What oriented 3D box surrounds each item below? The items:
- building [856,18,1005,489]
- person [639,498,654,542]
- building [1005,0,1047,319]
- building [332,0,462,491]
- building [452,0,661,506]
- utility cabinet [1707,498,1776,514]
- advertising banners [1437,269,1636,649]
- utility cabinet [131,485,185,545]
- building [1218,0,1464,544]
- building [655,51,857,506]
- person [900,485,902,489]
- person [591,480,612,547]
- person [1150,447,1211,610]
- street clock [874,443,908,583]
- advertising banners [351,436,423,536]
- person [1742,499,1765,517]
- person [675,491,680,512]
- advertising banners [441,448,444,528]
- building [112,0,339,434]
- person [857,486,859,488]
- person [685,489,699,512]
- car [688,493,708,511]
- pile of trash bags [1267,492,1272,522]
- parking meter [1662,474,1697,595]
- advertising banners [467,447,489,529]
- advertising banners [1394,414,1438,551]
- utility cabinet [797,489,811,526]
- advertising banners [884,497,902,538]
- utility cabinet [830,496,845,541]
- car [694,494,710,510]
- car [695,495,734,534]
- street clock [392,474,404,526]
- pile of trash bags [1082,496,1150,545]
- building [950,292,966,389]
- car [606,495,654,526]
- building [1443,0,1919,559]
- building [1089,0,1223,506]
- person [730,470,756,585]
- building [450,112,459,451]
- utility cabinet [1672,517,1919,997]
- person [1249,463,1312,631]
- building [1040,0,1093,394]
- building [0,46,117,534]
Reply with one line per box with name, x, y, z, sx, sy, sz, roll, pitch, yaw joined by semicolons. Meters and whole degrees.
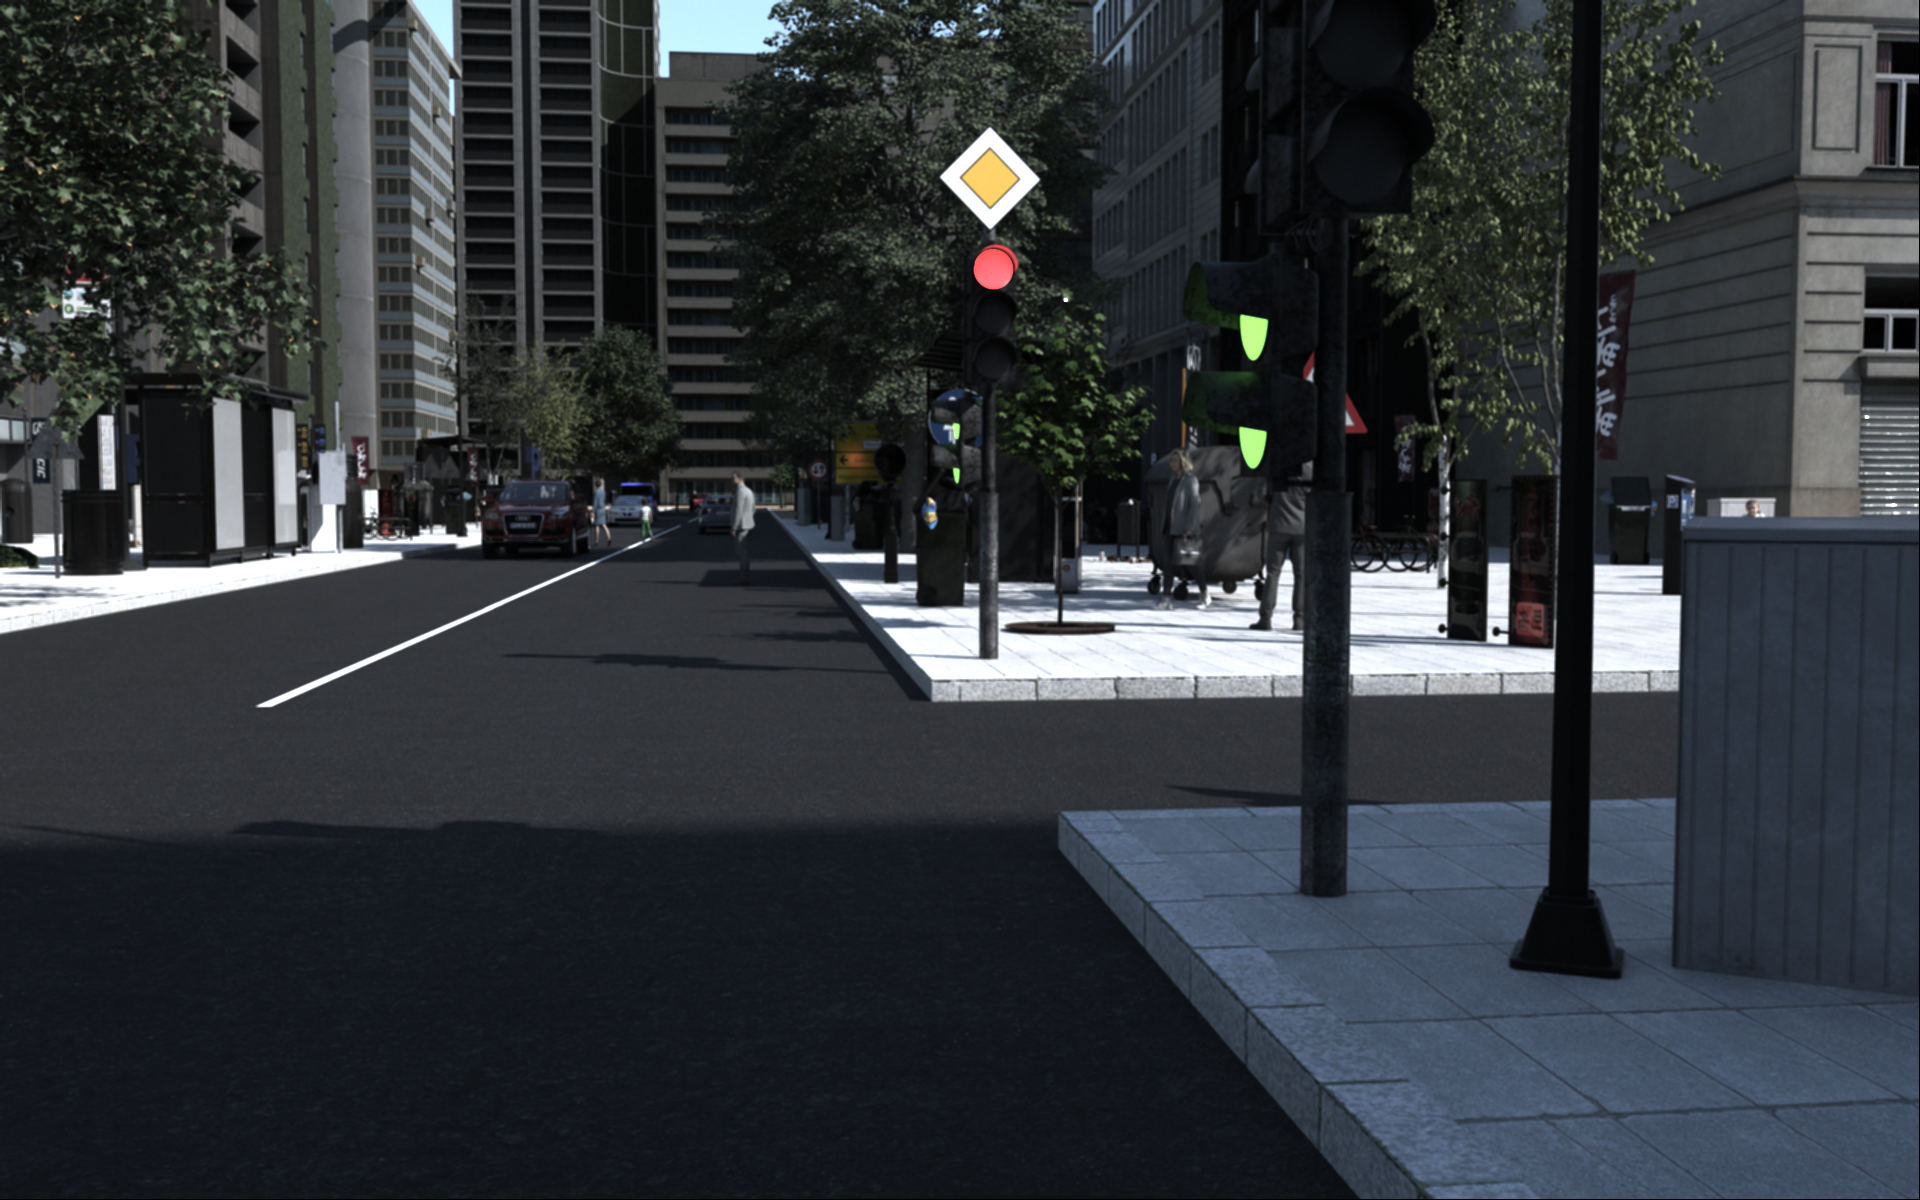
building;1.389;-37.446;201.473;27.495;52.752;28.713;0;4;-7
person;-9.321;-2.367;51.450;0.306;1.304;0.590;-3;5;-41
building;9.767;-26.392;115.104;14.154;41.232;14.086;0;4;-7
building;-50.593;-26.699;128.417;23.993;40.220;32.217;0;4;-7
building;-43.802;-46.055;191.245;20.611;71.187;20.563;0;4;-7
utility cabinet;11.828;-0.924;26.270;1.020;1.237;0.306;-1;4;-17
advertising banners;4.785;-1.119;14.490;0.090;3.025;2.074;-2;4;-27
utility cabinet;-19.972;-2.110;43.181;1.173;1.500;0.318;-3;4;-38
building;16.048;-13.641;52.708;12.332;23.373;15.834;0;4;-7
building;-22.801;-34.932;194.842;21.600;48.544;21.300;0;4;-7
person;-2.307;-3.718;67.224;0.834;1.777;0.661;3;5;41
person;-9.796;-2.364;47.179;0.654;1.822;0.581;3;4;38
person;2.501;-0.791;19.157;0.728;1.800;0.709;-2;4;-25
street clock;-0.992;-1.244;24.907;0.471;2.002;0.358;0;4;3
advertising banners;-17.446;-3.457;52.712;2.074;3.025;0.090;0;4;-3
person;10.474;-0.721;22.840;0.505;1.210;0.382;1;4;21
person;-22.790;-7.952;139.980;0.593;1.643;0.415;3;5;45
advertising banners;-19.875;-4.301;66.514;0.090;3.025;2.074;-1;4;-18
building;-41.503;-19.535;91.098;14.160;30.474;14.107;0;4;-7
person;-5.048;-4.909;86.483;0.661;1.801;0.590;2;4;28
person;-21.351;-7.908;137.813;1.348;1.823;0.705;-3;5;-43
car;-22.722;-8.737;151.889;2.155;1.783;4.494;0;4;-7
pile of trash bags;6.232;-1.749;38.345;1.912;1.369;3.447;3;5;42
parking meter;9.153;-0.833;22.036;0.372;1.533;0.369;0;3;0
advertising banners;-17.287;-4.145;63.961;2.074;3.025;0.090;1;4;18
advertising banners;10.337;-2.532;37.582;2.074;3.025;0.090;3;5;42
utility cabinet;-6.300;-3.756;70.087;0.318;1.500;1.173;0;4;7
advertising banners;-2.161;-3.372;51.318;0.090;3.025;2.074;-3;5;-44
utility cabinet;-3.341;-2.223;47.512;0.306;1.237;1.020;0;4;2
car;-23.785;-9.252;160.074;1.959;1.807;4.718;0;4;-6
car;-8.646;-3.128;63.148;2.014;1.417;4.499;0;4;-8
street clock;-19.822;-3.459;61.130;0.471;2.002;0.358;3;5;43
pile of trash bags;3.789;-2.147;44.850;3.447;1.369;1.912;3;5;43
building;14.497;-17.927;138.141;27.650;21.520;28.899;0;4;-7
car;-14.856;-4.027;78.205;2.083;1.381;4.827;0;4;-6
building;27.614;-12.531;38.170;30.059;22.955;16.112;0;4;-7
building;13.918;-18.224;75.456;11.434;29.767;29.804;0;4;-7
person;-3.461;-1.156;27.495;0.391;1.810;0.635;0;4;0
building;-60.644;-30.783;186.895;14.086;41.232;14.154;0;4;-7
utility cabinet;2.438;0.405;4.534;1.020;1.237;0.306;2;4;27
person;3.077;-0.643;16.363;0.655;1.846;0.447;0;4;5
building;11.470;-20.169;101.466;14.160;30.474;14.107;0;4;-7
building;-35.343;-22.504;51.528;14.154;41.232;14.086;0;4;-7
